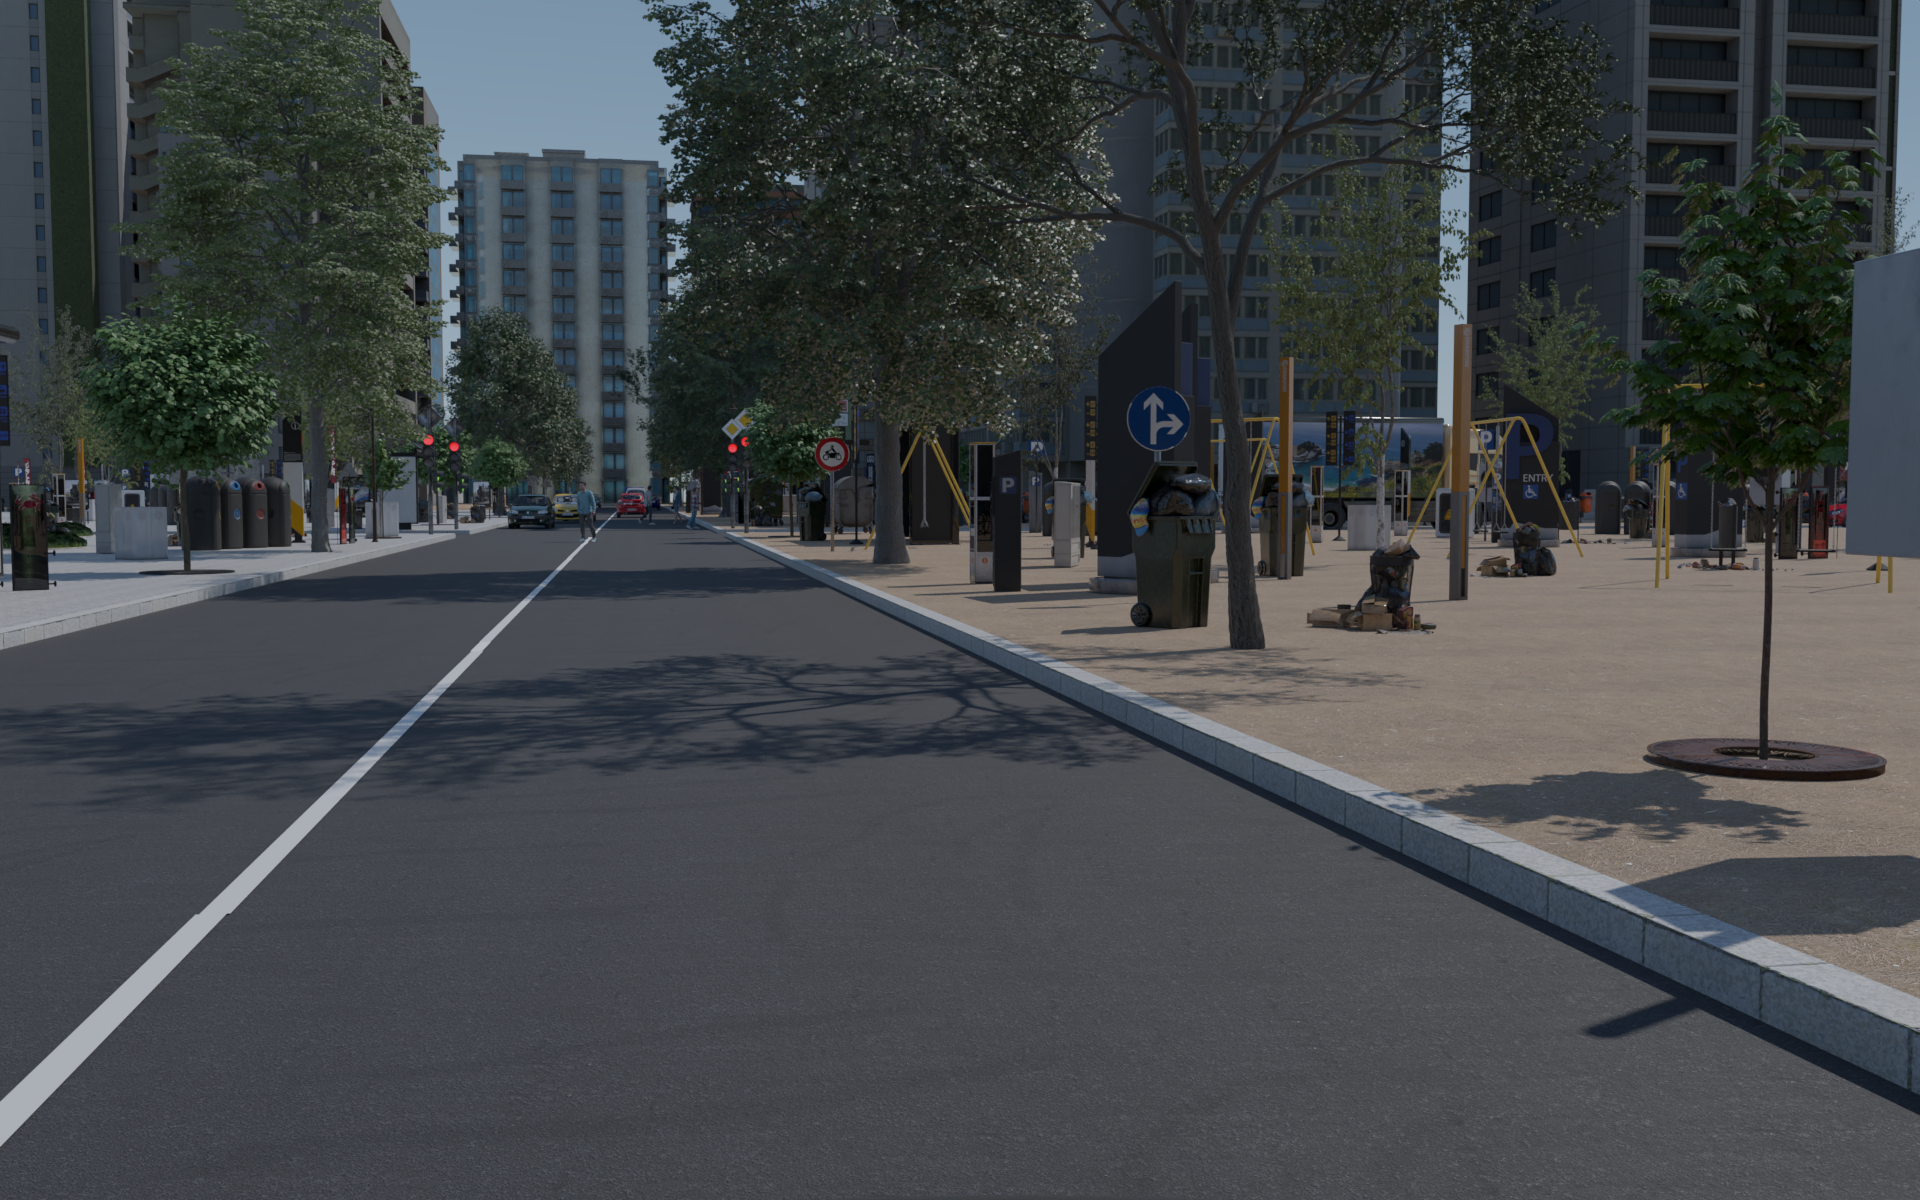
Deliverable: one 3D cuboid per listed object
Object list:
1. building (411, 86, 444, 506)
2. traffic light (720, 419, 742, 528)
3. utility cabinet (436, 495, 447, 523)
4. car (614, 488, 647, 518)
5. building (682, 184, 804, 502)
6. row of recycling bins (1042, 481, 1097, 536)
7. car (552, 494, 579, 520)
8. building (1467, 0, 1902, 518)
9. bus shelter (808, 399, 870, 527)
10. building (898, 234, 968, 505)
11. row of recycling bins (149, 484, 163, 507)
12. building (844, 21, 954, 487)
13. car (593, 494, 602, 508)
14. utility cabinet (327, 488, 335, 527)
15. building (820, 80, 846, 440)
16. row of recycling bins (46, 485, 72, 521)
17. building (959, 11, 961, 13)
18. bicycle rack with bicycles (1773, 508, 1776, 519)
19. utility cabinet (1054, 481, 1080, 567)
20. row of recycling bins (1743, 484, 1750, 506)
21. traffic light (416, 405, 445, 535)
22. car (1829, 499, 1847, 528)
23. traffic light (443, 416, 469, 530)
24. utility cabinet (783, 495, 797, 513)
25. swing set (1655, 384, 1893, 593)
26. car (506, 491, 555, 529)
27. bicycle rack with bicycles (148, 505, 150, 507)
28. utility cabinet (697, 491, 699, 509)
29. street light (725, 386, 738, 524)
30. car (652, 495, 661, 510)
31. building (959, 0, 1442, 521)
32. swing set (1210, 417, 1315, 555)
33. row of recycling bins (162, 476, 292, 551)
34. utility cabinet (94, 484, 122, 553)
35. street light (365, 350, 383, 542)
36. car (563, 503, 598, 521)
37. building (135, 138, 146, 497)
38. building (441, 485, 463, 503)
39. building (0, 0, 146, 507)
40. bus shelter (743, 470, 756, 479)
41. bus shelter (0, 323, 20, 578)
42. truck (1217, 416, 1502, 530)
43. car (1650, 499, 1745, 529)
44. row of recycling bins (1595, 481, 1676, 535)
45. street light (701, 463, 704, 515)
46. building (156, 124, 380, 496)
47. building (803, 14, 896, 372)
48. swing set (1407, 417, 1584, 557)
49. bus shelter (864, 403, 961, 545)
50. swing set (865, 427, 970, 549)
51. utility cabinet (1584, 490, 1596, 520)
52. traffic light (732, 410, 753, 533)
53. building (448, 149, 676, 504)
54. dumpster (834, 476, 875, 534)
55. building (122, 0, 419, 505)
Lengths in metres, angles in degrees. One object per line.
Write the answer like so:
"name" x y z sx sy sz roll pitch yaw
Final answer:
"building" -63.761 -32.779 186.040 14.200 45.320 14.600 -1 4 -11
"traffic light" -8.490 -4.621 64.481 0.839 4.253 0.868 -1 4 -11
"utility cabinet" -22.936 -4.004 76.630 0.306 1.237 1.020 0 4 -7
"car" -19.962 -5.887 105.284 2.155 1.783 4.494 -1 4 -11
"building" -25.545 -36.253 247.363 28.867 44.769 22.147 -1 4 -11
"row of recycling bins" 4.100 -2.833 53.437 3.534 1.692 1.069 -2 4 -34
"car" -19.488 -4.635 86.006 2.015 1.641 3.980 -1 4 -12
"building" 43.534 -40.389 98.605 20.611 71.187 20.563 -1 4 -11
"bus shelter" -5.306 -5.697 70.777 2.179 5.291 8.768 -1 4 -11
"building" 9.677 -17.419 129.847 27.650 21.520 28.899 -1 4 -11
"row of recycling bins" -32.632 -3.973 72.064 3.534 1.692 1.069 3 5 39
"building" -3.500 -28.816 154.731 14.154 41.232 14.086 -1 4 -11
"car" -39.035 -10.517 183.755 2.131 1.459 4.920 -1 4 -10
"utility cabinet" -24.316 -3.546 66.650 0.318 1.500 1.173 -2 4 -29
"building" -5.915 -31.737 169.010 14.600 45.320 14.200 -1 4 -11
"row of recycling bins" -42.865 -4.542 81.380 1.069 1.692 3.534 1 4 11
"building" 4.055 -57.457 252.094 31.000 86.520 22.319 -1 4 -11
"bicycle rack with bicycles" 40.774 -4.329 84.166 2.925 0.926 2.852 -2 4 -23
"utility cabinet" 1.912 -1.342 30.624 0.318 1.500 1.173 1 4 12
"row of recycling bins" 33.240 -4.035 73.082 1.069 1.692 3.534 2 4 28
"traffic light" -16.753 -4.029 54.792 0.839 4.253 0.868 -1 4 -11
"car" 35.839 -3.628 68.364 4.494 1.783 2.155 -1 4 -9
"traffic light" -18.228 -4.509 62.641 0.839 4.253 0.868 -1 4 -11
"utility cabinet" -11.679 -6.576 118.676 1.020 1.237 0.306 -2 4 -24
"swing set" 11.280 -1.632 24.306 3.119 2.851 2.862 2 4 25
"car" -17.968 -3.847 72.683 2.009 1.686 4.222 -1 4 -9
"bicycle rack with bicycles" -57.408 -6.773 124.128 2.852 0.926 2.925 -3 5 -43
"utility cabinet" -20.389 -7.780 135.877 0.318 1.500 1.173 1 4 23
"street light" -9.634 -6.134 73.074 0.468 5.910 1.993 -1 4 -11
"car" -27.377 -8.599 153.166 1.945 1.354 3.894 -1 4 -11
"building" 13.225 -24.764 96.775 23.993 40.220 32.217 -1 4 -11
"swing set" 5.536 -2.361 36.220 2.862 2.851 3.119 -3 5 -44
"row of recycling bins" -17.061 -2.060 40.791 1.069 1.692 3.534 1 4 13
"utility cabinet" -18.473 -1.766 37.560 0.318 1.500 1.173 -1 4 -15
"street light" -15.617 -4.482 46.063 0.468 5.910 1.993 -1 4 -11
"car" -20.372 -4.904 92.758 1.945 1.354 3.894 -1 4 -12
"building" -77.647 -30.575 183.488 14.086 41.232 14.154 -1 4 -11
"building" -84.676 -39.747 239.107 27.495 52.752 28.713 -1 4 -11
"building" -97.889 -38.754 175.629 28.212 58.520 21.231 -1 4 -11
"bus shelter" -13.774 -8.547 117.376 2.179 5.291 8.768 -1 4 -11
"bus shelter" -11.967 -2.414 17.102 2.179 5.291 8.768 -1 4 -11
"truck" 15.302 -4.613 64.332 11.283 4.237 2.839 -1 4 -11
"car" 28.697 -3.548 67.045 4.494 1.783 2.155 -1 4 -12
"row of recycling bins" 21.978 -2.922 54.885 3.534 1.692 1.069 2 4 28
"street light" -15.763 -8.132 105.741 0.468 5.910 1.993 -1 4 -11
"building" -55.023 -22.483 139.294 14.160 30.474 14.107 -1 4 -11
"building" -2.472 -36.781 190.600 28.713 52.752 27.495 -1 4 -11
"swing set" 11.174 -2.383 36.587 2.862 2.851 3.119 0 4 -4
"bus shelter" -1.331 -3.390 46.717 1.731 3.624 6.357 -1 4 -11
"swing set" -0.856 -2.690 41.598 2.862 2.851 3.119 0 4 -3
"utility cabinet" 31.425 -4.696 85.458 1.173 1.500 0.318 2 4 35
"traffic light" -7.015 -4.141 56.632 0.839 4.253 0.868 -1 4 -11
"building" -55.344 -38.147 243.313 30.456 49.044 23.786 -1 4 -11
"dumpster" -3.452 -3.083 56.172 1.264 1.857 1.865 -1 4 -11
"building" -61.548 -32.555 155.982 21.300 48.544 21.600 -1 4 -11
